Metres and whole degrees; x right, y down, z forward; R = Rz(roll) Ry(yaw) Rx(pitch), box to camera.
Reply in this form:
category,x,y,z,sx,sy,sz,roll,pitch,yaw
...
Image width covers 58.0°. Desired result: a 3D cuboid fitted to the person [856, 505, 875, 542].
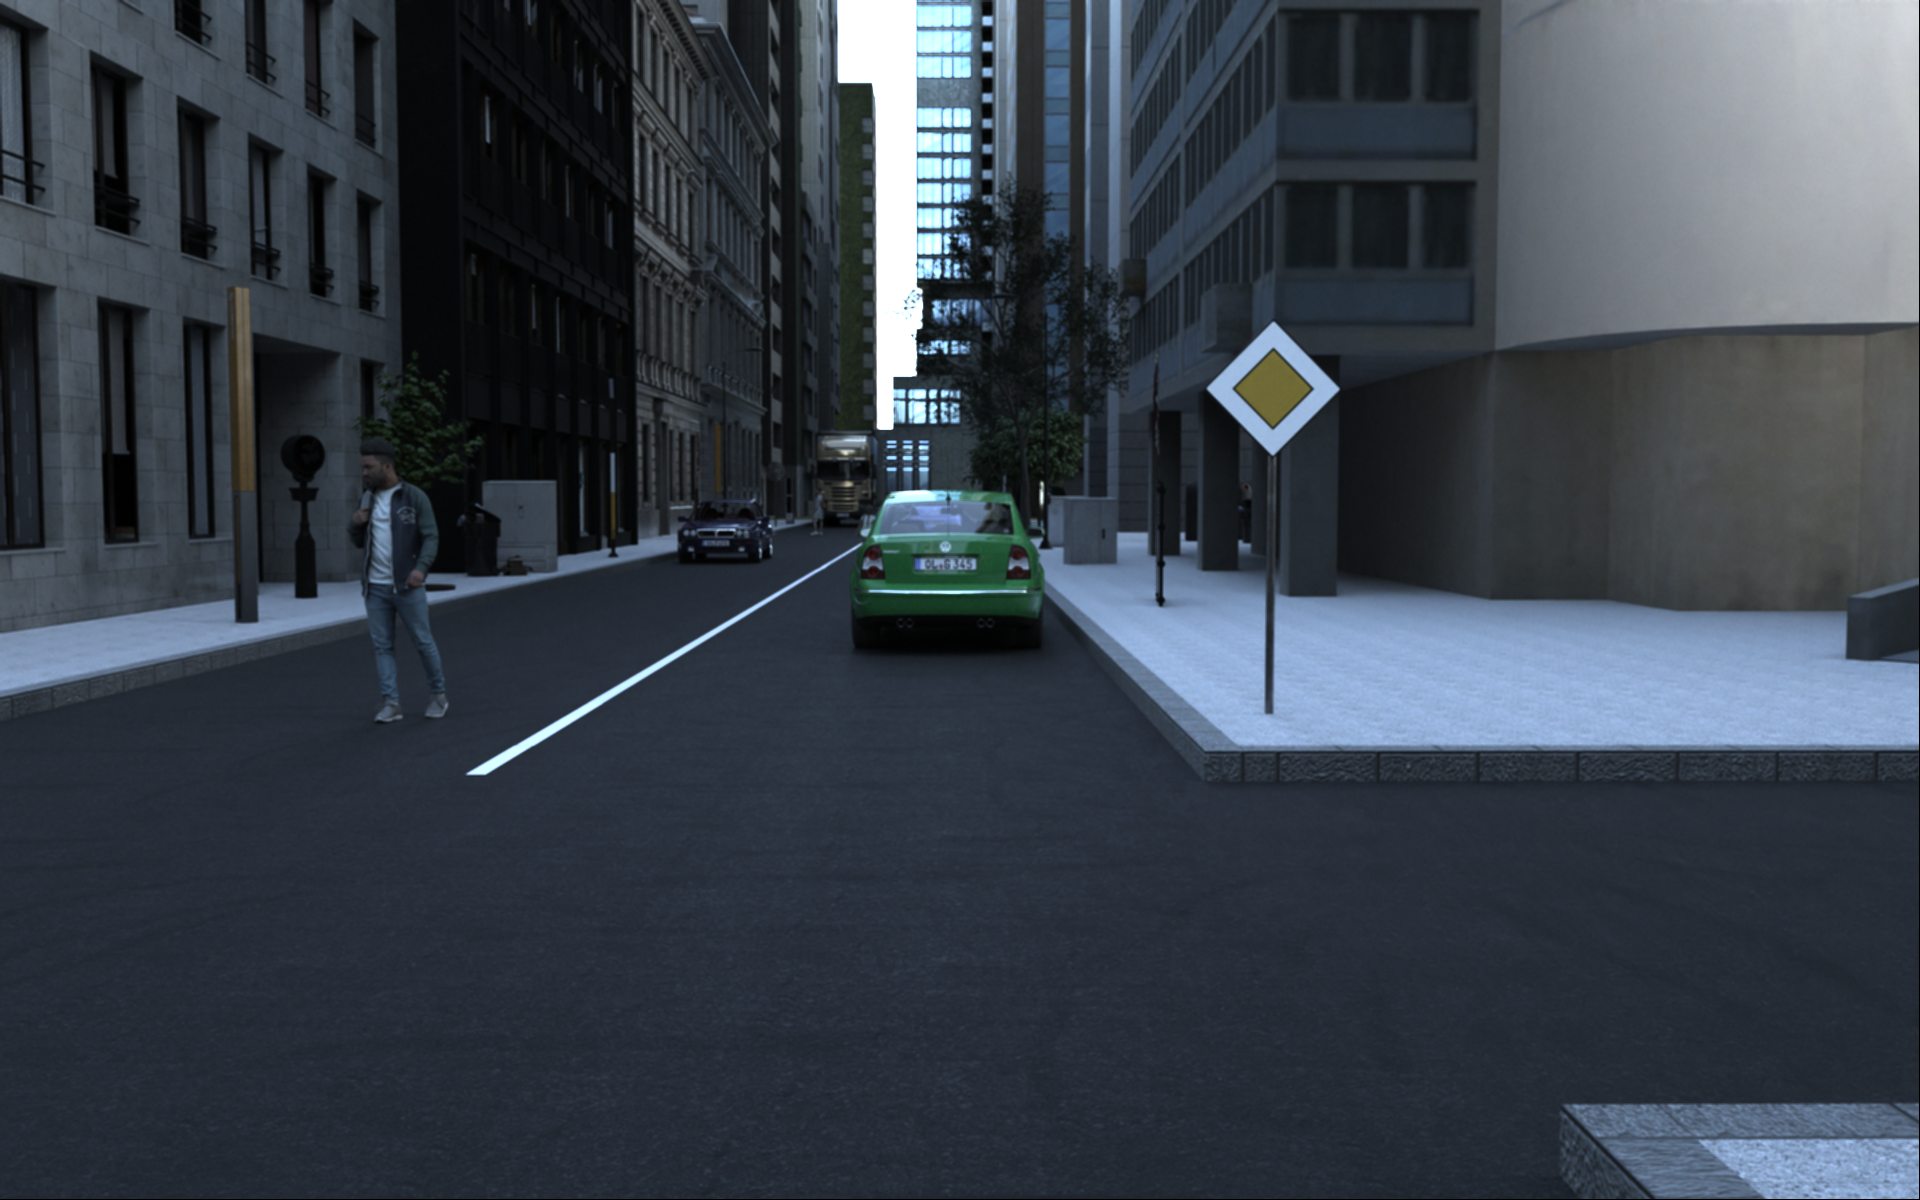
category,x,y,z,sx,sy,sz,roll,pitch,yaw
person,-1.856,-1.274,34.348,0.505,1.210,0.382,1,4,21

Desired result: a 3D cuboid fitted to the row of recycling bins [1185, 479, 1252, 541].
category,x,y,z,sx,sy,sz,roll,pitch,yaw
row of recycling bins,7.463,-2.525,48.398,1.069,1.692,3.534,3,5,43

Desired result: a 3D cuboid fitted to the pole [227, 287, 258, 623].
category,x,y,z,sx,sy,sz,roll,pitch,yaw
pole,-7.124,-1.428,17.199,0.158,3.312,0.155,0,3,0

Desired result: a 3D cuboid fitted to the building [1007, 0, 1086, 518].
category,x,y,z,sx,sy,sz,roll,pitch,yaw
building,9.837,-27.461,99.101,14.600,45.320,14.200,0,4,0

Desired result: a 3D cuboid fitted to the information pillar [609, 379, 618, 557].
category,x,y,z,sx,sy,sz,roll,pitch,yaw
information pillar,-7.048,-2.677,35.117,0.183,3.616,0.504,-1,4,-13

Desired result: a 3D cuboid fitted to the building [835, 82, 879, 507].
category,x,y,z,sx,sy,sz,roll,pitch,yaw
building,-15.346,-30.093,175.617,14.086,41.232,14.154,0,4,0

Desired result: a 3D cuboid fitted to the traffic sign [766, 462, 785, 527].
category,x,y,z,sx,sy,sz,roll,pitch,yaw
traffic sign,-7.234,-4.146,67.894,0.768,2.556,0.104,0,4,4

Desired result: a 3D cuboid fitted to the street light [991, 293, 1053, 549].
category,x,y,z,sx,sy,sz,roll,pitch,yaw
street light,1.455,-4.140,40.233,1.470,5.913,1.316,0,4,0

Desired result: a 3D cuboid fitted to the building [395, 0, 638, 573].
category,x,y,z,sx,sy,sz,roll,pitch,yaw
building,-14.219,-12.566,35.126,12.332,23.373,15.834,0,4,0

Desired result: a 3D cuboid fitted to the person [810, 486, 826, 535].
category,x,y,z,sx,sy,sz,roll,pitch,yaw
person,-4.973,-3.151,61.028,0.522,1.701,0.512,1,4,8

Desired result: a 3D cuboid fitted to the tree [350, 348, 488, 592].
category,x,y,z,sx,sy,sz,roll,pitch,yaw
tree,-7.160,-1.745,23.137,1.663,3.219,1.824,0,3,0

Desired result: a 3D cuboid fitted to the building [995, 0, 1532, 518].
category,x,y,z,sx,sy,sz,roll,pitch,yaw
building,18.576,-26.086,118.393,32.217,40.220,23.993,0,4,0

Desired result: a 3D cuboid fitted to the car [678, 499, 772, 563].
category,x,y,z,sx,sy,sz,roll,pitch,yaw
car,-5.042,-1.518,37.403,1.945,1.354,3.894,0,4,-1

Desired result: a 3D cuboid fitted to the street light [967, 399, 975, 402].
category,x,y,z,sx,sy,sz,roll,pitch,yaw
street light,1.030,-6.888,85.162,1.470,5.913,1.316,0,4,0

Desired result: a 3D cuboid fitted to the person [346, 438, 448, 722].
category,x,y,z,sx,sy,sz,roll,pitch,yaw
person,-3.585,-0.131,10.982,0.623,1.781,0.721,0,4,1

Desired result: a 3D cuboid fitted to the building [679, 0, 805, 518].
category,x,y,z,sx,sy,sz,roll,pitch,yaw
building,-15.928,-19.587,91.952,14.160,30.474,14.107,0,4,0

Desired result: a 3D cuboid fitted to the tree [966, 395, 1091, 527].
category,x,y,z,sx,sy,sz,roll,pitch,yaw
tree,2.645,-4.434,56.206,4.285,4.588,4.351,0,3,0

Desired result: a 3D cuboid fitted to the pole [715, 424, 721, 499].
category,x,y,z,sx,sy,sz,roll,pitch,yaw
pole,-7.094,-3.482,50.775,0.158,3.312,0.155,0,3,0

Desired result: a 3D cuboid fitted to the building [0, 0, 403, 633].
category,x,y,z,sx,sy,sz,roll,pitch,yaw
building,-14.052,-10.040,18.904,10.420,20.320,16.860,0,4,0

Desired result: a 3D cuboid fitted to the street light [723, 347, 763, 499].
category,x,y,z,sx,sy,sz,roll,pitch,yaw
street light,-6.933,-5.043,55.000,1.470,5.913,1.316,0,4,0

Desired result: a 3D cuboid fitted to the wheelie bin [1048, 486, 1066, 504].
category,x,y,z,sx,sy,sz,roll,pitch,yaw
wheelie bin,3.999,-3.931,72.174,0.980,1.594,0.693,-2,4,-35

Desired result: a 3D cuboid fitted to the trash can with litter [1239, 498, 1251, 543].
category,x,y,z,sx,sy,sz,roll,pitch,yaw
trash can with litter,7.676,-2.074,45.301,0.624,1.170,1.055,2,4,33

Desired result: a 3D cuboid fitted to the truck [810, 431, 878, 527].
category,x,y,z,sx,sy,sz,roll,pitch,yaw
truck,-5.121,-5.514,79.065,2.839,4.237,11.283,0,4,-1

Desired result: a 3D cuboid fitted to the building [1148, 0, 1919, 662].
category,x,y,z,sx,sy,sz,roll,pitch,yaw
building,15.254,-20.451,26.256,23.993,40.220,32.217,0,4,0

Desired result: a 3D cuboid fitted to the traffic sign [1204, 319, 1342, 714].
category,x,y,z,sx,sy,sz,roll,pitch,yaw
traffic sign,1.803,-0.392,10.056,0.795,2.450,0.064,0,4,0

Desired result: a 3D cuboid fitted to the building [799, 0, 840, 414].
category,x,y,z,sx,sy,sz,roll,pitch,yaw
building,-23.834,-33.974,144.707,27.495,52.752,28.713,0,4,0

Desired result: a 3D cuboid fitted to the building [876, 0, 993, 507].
category,x,y,z,sx,sy,sz,roll,pitch,yaw
building,7.155,-53.001,179.232,31.000,86.520,22.319,0,4,0

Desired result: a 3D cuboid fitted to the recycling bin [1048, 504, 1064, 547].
category,x,y,z,sx,sy,sz,roll,pitch,yaw
recycling bin,2.542,-1.818,42.280,0.722,1.027,0.722,1,4,11

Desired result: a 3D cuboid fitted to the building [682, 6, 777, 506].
category,x,y,z,sx,sy,sz,roll,pitch,yaw
building,-14.474,-14.477,72.858,11.583,22.565,21.152,0,4,0

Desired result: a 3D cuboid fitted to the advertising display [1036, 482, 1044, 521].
category,x,y,z,sx,sy,sz,roll,pitch,yaw
advertising display,3.918,-4.751,82.893,0.123,1.923,0.974,2,4,28

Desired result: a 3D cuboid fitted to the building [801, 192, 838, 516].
category,x,y,z,sx,sy,sz,roll,pitch,yaw
building,-22.726,-16.428,113.631,27.650,21.520,28.899,0,4,0

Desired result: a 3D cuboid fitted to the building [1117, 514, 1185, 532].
category,x,y,z,sx,sy,sz,roll,pitch,yaw
building,15.666,-32.309,70.246,21.231,58.520,28.212,0,4,0

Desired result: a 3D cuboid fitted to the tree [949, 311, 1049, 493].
category,x,y,z,sx,sy,sz,roll,pitch,yaw
tree,1.700,-7.288,69.516,4.360,8.622,3.978,0,3,0

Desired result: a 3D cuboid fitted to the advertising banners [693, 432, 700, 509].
category,x,y,z,sx,sy,sz,roll,pitch,yaw
advertising banners,-7.569,-3.275,49.730,0.090,3.025,2.074,-1,4,-12

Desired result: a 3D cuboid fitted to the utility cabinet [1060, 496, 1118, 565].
category,x,y,z,sx,sy,sz,roll,pitch,yaw
utility cabinet,2.399,-1.261,31.779,1.020,1.237,0.306,-2,4,-31

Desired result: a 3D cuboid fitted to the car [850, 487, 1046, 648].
category,x,y,z,sx,sy,sz,roll,pitch,yaw
car,-0.092,-0.531,17.475,1.959,1.807,4.718,0,4,1

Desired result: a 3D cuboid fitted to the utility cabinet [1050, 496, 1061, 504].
category,x,y,z,sx,sy,sz,roll,pitch,yaw
utility cabinet,3.202,-2.478,51.674,1.020,1.237,0.306,0,4,-3

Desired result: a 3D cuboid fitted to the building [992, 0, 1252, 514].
category,x,y,z,sx,sy,sz,roll,pitch,yaw
building,13.222,-36.890,145.149,21.231,58.520,28.212,0,4,0

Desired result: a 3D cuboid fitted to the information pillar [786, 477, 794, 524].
category,x,y,z,sx,sy,sz,roll,pitch,yaw
information pillar,-7.329,-4.291,74.652,0.304,2.012,0.304,1,4,9

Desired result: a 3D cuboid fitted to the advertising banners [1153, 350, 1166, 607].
category,x,y,z,sx,sy,sz,roll,pitch,yaw
advertising banners,2.365,-1.492,20.588,0.090,3.025,2.074,0,4,5

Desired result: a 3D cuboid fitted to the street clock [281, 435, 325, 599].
category,x,y,z,sx,sy,sz,roll,pitch,yaw
street clock,-8.071,-1.025,21.324,0.358,2.002,0.471,2,4,34

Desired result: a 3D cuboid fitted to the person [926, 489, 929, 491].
category,x,y,z,sx,sy,sz,roll,pitch,yaw
person,-1.912,-5.909,105.908,0.742,1.727,0.445,-3,5,-45

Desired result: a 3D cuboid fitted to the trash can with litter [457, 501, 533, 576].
category,x,y,z,sx,sy,sz,roll,pitch,yaw
trash can with litter,-7.299,-0.967,27.202,1.055,1.170,0.624,-3,4,-36

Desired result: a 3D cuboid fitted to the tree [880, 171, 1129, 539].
category,x,y,z,sx,sy,sz,roll,pitch,yaw
tree,1.937,-7.038,49.491,8.767,10.594,7.601,0,4,-3

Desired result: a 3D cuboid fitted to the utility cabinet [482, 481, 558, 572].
category,x,y,z,sx,sy,sz,roll,pitch,yaw
utility cabinet,-7.221,-1.206,28.403,1.173,1.500,0.318,1,4,12

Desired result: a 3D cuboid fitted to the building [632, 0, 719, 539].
category,x,y,z,sx,sy,sz,roll,pitch,yaw
building,-13.825,-11.508,52.788,10.561,19.102,19.286,0,4,0
